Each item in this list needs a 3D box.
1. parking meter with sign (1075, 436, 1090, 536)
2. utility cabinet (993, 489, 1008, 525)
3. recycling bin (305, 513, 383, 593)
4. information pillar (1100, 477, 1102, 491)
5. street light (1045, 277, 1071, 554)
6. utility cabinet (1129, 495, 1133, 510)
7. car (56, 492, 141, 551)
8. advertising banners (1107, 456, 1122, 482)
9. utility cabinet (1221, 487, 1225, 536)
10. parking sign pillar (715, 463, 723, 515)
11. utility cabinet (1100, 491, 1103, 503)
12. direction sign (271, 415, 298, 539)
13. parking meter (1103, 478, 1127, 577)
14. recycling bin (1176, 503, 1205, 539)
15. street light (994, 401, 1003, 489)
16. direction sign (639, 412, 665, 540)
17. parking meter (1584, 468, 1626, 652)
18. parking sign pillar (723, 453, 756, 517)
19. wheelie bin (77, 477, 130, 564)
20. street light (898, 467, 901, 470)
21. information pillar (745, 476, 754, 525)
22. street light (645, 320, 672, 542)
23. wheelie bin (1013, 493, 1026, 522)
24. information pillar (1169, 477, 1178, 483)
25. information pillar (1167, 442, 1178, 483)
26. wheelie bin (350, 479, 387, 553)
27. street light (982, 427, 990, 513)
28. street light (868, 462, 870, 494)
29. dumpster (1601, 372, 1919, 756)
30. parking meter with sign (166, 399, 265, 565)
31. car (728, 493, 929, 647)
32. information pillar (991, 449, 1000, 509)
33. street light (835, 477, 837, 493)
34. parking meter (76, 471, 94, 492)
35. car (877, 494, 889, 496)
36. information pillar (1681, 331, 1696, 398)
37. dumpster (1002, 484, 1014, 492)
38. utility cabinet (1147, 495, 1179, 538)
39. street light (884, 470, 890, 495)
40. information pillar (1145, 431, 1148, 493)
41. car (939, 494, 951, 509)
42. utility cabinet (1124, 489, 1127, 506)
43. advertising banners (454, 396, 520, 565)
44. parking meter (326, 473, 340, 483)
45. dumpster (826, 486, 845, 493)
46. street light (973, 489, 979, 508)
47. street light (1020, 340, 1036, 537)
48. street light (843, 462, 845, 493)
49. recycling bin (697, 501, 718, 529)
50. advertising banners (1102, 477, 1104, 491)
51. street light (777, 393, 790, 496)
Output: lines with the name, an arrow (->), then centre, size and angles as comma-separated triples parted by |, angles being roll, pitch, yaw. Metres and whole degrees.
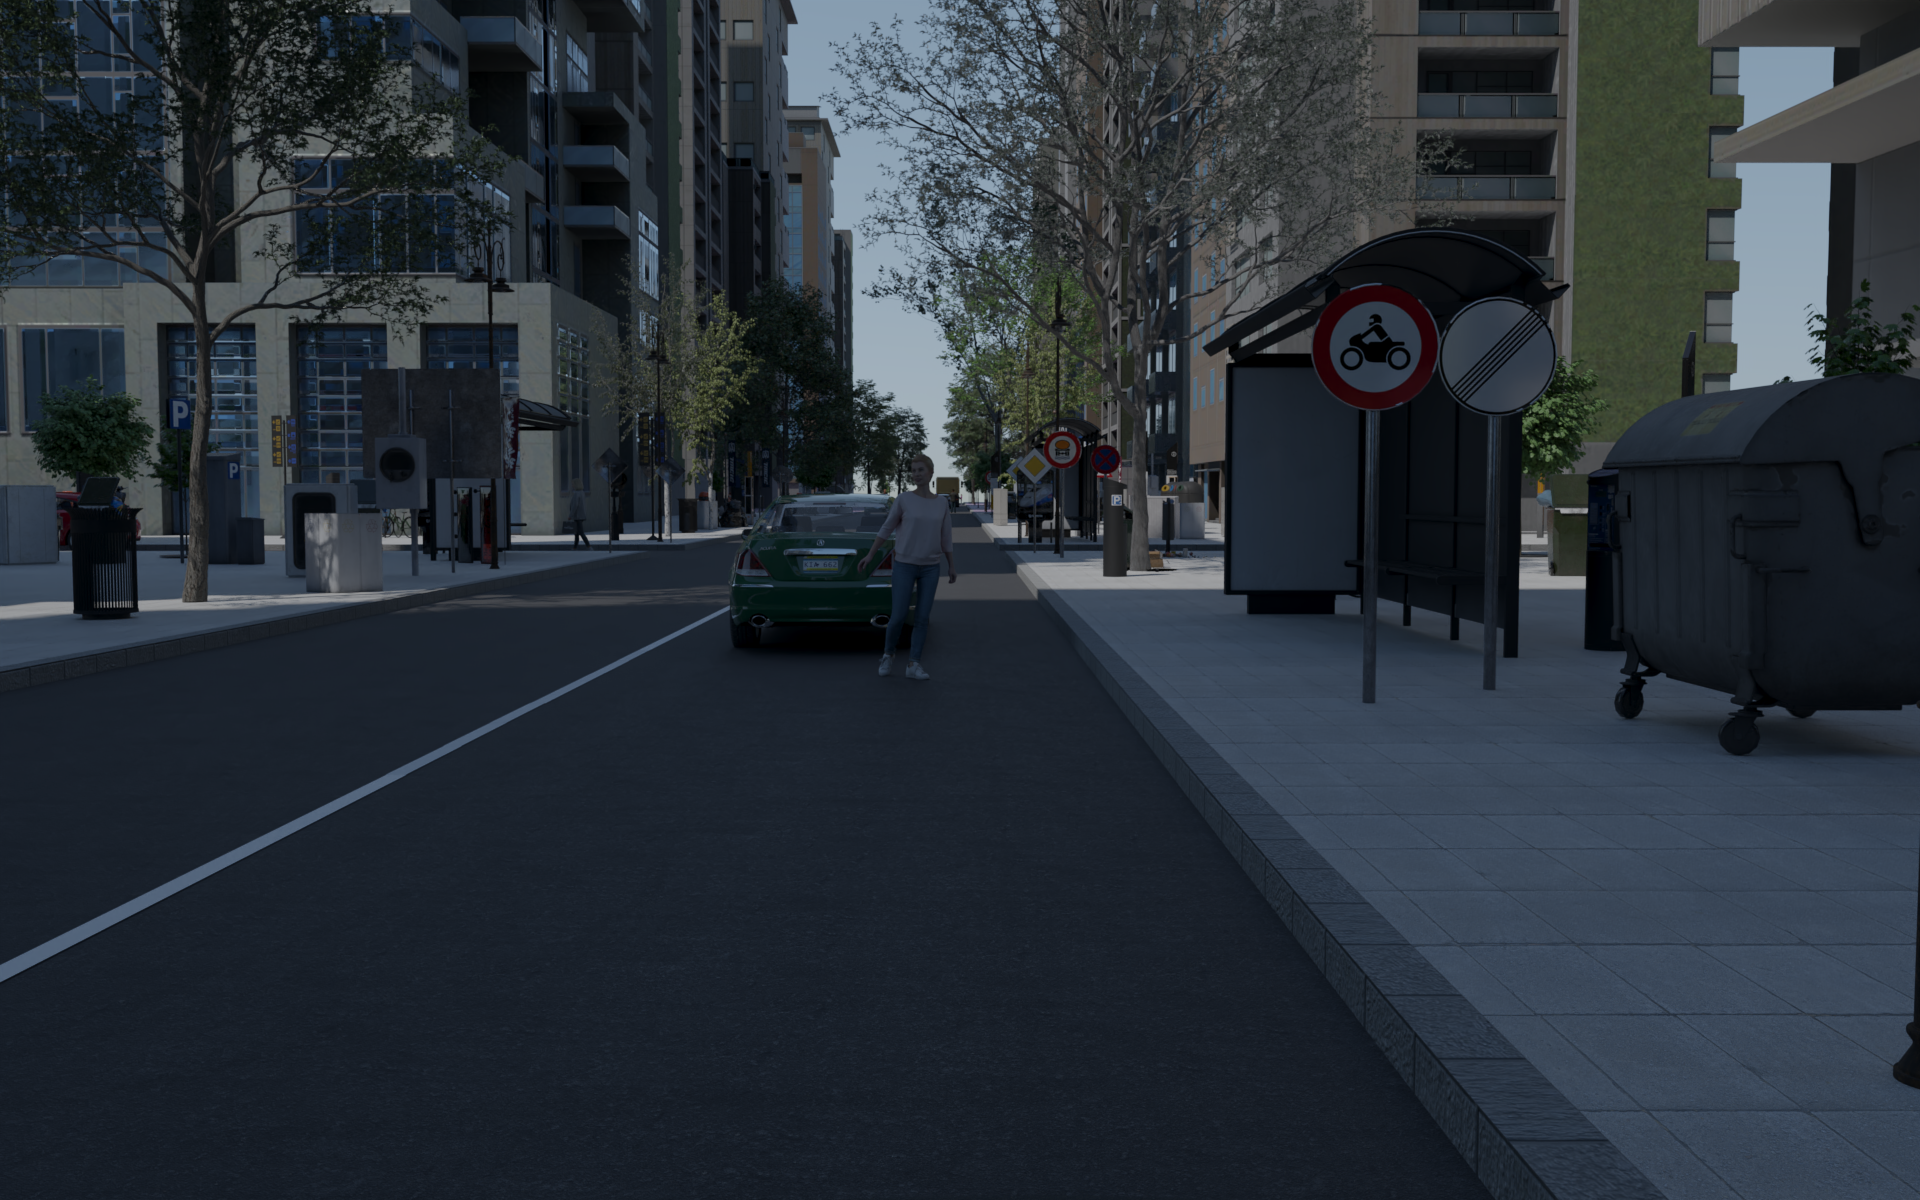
parking meter with sign -> 3.789, -3.480, 53.155 | 0.543, 3.016, 1.738 | 0, 4, -3
utility cabinet -> 1.652, -3.765, 70.238 | 0.318, 1.500, 1.173 | -1, 4, -13
recycling bin -> -8.111, -0.627, 22.803 | 0.722, 1.027, 0.722 | 3, 4, 37
information pillar -> 9.786, -7.778, 118.528 | 0.504, 3.616, 0.183 | 1, 4, 19
street light -> 2.089, -3.928, 37.017 | 0.468, 5.910, 1.993 | 0, 3, 0
utility cabinet -> 8.414, -4.262, 80.843 | 1.020, 1.237, 0.306 | 2, 4, 24
car -> -22.062, -1.983, 41.464 | 4.494, 1.783, 2.155 | 0, 4, 0
advertising banners -> 7.224, -5.172, 80.749 | 0.090, 3.025, 2.074 | -1, 4, -11
utility cabinet -> 8.025, -2.653, 52.051 | 0.318, 1.500, 1.173 | 0, 4, 4
parking sign pillar -> -14.527, -7.041, 103.598 | 1.447, 3.967, 1.447 | 1, 4, 10
utility cabinet -> 8.688, -5.765, 102.941 | 0.318, 1.500, 1.173 | -1, 4, -18
direction sign -> -19.411, -3.537, 49.821 | 0.876, 3.537, 0.379 | 1, 4, 21
parking meter -> 2.409, -1.130, 26.880 | 0.372, 1.533, 0.369 | 0, 3, 0
recycling bin -> 6.567, -2.250, 49.347 | 0.722, 1.027, 0.722 | 0, 4, -2
street light -> 1.928, -6.932, 86.133 | 0.468, 5.910, 1.993 | 0, 3, 0
direction sign -> -8.532, -3.428, 48.047 | 0.876, 3.537, 0.379 | 2, 4, 27
parking meter -> 5.347, -0.357, 14.243 | 0.372, 1.533, 0.369 | 0, 3, 0
parking sign pillar -> -12.075, -6.602, 96.416 | 1.447, 3.967, 1.447 | -2, 4, -31
wheelie bin -> -15.823, -1.473, 31.988 | 0.980, 1.594, 0.693 | 0, 4, 7
street light -> -8.404, -16.289, 239.116 | 0.468, 5.910, 1.993 | 0, 3, 0
information pillar -> -8.711, -4.102, 71.562 | 0.304, 2.012, 0.304 | 0, 4, 6
street light -> -8.032, -4.492, 46.234 | 0.468, 5.910, 1.993 | 0, 3, 0
wheelie bin -> 2.920, -4.342, 78.902 | 0.980, 1.594, 0.693 | 0, 4, 8
information pillar -> 8.980, -4.190, 72.995 | 0.304, 2.012, 0.304 | 2, 4, 30
information pillar -> 9.516, -5.278, 77.647 | 0.504, 3.616, 0.183 | 1, 4, 19
wheelie bin -> -12.778, -1.793, 37.218 | 0.980, 1.594, 0.693 | -1, 4, -14
street light -> 1.835, -9.018, 120.232 | 0.468, 5.910, 1.993 | 0, 3, 0
street light -> -8.217, -11.213, 156.119 | 0.468, 5.910, 1.993 | 0, 3, 0
dumpster -> 4.331, -0.207, 9.140 | 1.264, 1.857, 1.865 | 0, 4, 0
parking meter with sign -> -13.581, -2.168, 31.704 | 1.738, 3.016, 0.543 | 1, 4, 16
car -> -1.233, -0.356, 17.625 | 2.131, 1.459, 4.920 | 0, 3, 0
information pillar -> 1.836, -5.996, 89.392 | 0.504, 3.616, 0.183 | 0, 4, -3
street light -> -8.167, -8.631, 113.906 | 0.468, 5.910, 1.993 | 0, 3, 0
parking meter -> -22.548, -2.385, 44.701 | 0.399, 1.863, 0.255 | -3, 5, -45
car -> -5.446, -6.398, 116.412 | 2.131, 1.459, 4.920 | 0, 4, 0
information pillar -> 10.414, -2.047, 24.823 | 0.183, 3.616, 0.504 | 2, 4, 34
dumpster -> 3.551, -7.097, 118.537 | 1.502, 2.255, 1.985 | 0, 3, 0
utility cabinet -> 5.909, -2.440, 51.051 | 1.020, 1.237, 0.306 | 2, 4, 28
street light -> -8.391, -14.244, 205.684 | 0.468, 5.910, 1.993 | 0, 3, 0
information pillar -> 6.902, -4.471, 64.450 | 0.183, 3.616, 0.504 | 0, 4, -3
car -> -1.609, -9.581, 168.653 | 2.014, 1.417, 4.499 | 0, 4, 1
utility cabinet -> 4.930, -2.735, 53.394 | 0.318, 1.500, 1.173 | 0, 4, -2
advertising banners -> -8.633, -2.166, 31.610 | 2.074, 3.025, 0.090 | 3, 5, 41
parking meter -> -17.122, -2.545, 47.327 | 0.255, 1.863, 0.399 | -3, 5, -43
dumpster -> -8.507, -6.875, 118.169 | 1.264, 1.857, 1.865 | 0, 3, 0
street light -> 1.714, -11.610, 162.618 | 0.468, 5.910, 1.993 | 0, 3, 0
street light -> 2.033, -4.853, 52.142 | 0.468, 5.910, 1.993 | 0, 3, 0
street light -> -8.185, -9.138, 122.201 | 0.468, 5.910, 1.993 | 0, 3, 0
recycling bin -> -9.330, -3.095, 63.160 | 0.722, 1.027, 0.722 | 3, 4, 37
advertising banners -> 8.786, -7.104, 112.339 | 2.074, 3.025, 0.090 | -1, 4, -22
street light -> -8.111, -6.536, 79.647 | 0.468, 5.910, 1.993 | 0, 3, 0
